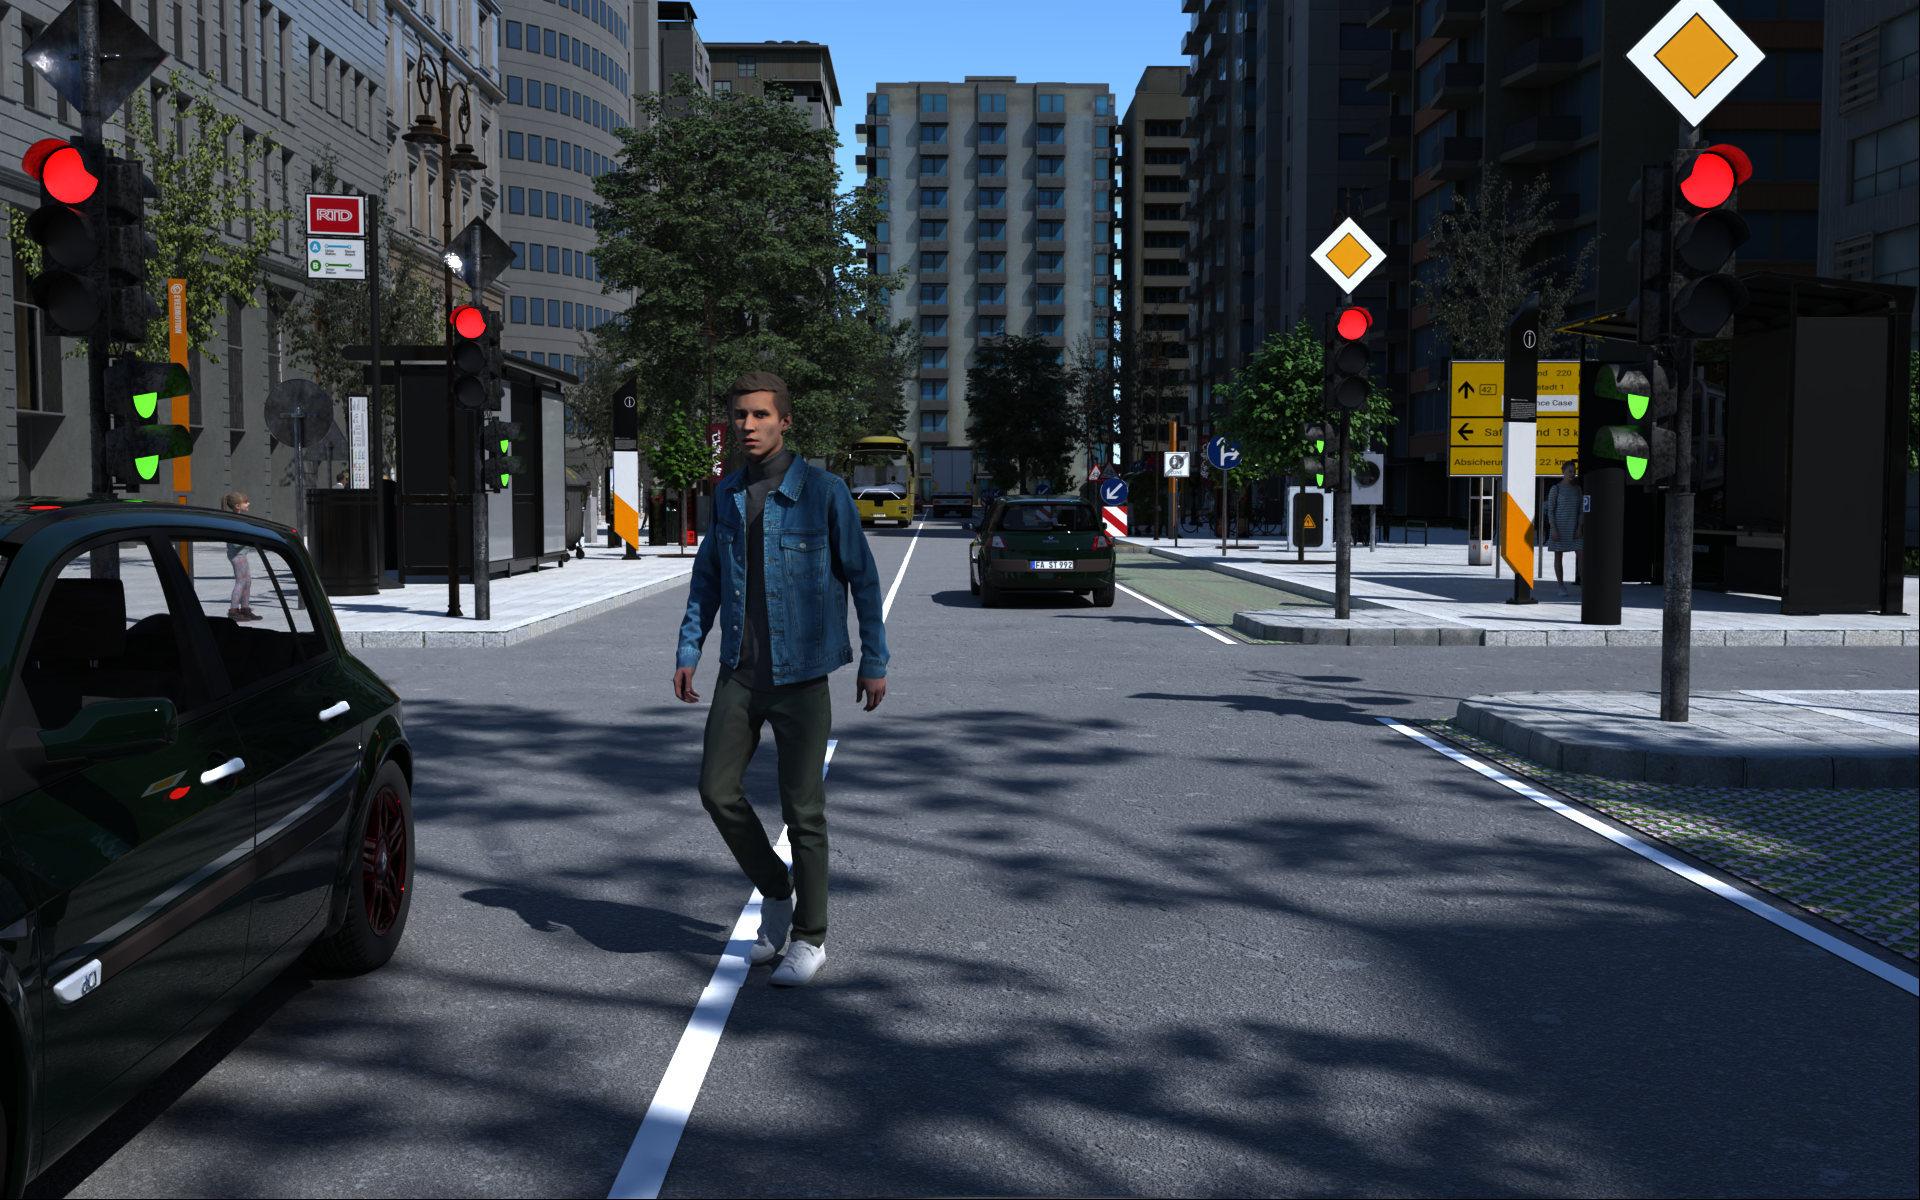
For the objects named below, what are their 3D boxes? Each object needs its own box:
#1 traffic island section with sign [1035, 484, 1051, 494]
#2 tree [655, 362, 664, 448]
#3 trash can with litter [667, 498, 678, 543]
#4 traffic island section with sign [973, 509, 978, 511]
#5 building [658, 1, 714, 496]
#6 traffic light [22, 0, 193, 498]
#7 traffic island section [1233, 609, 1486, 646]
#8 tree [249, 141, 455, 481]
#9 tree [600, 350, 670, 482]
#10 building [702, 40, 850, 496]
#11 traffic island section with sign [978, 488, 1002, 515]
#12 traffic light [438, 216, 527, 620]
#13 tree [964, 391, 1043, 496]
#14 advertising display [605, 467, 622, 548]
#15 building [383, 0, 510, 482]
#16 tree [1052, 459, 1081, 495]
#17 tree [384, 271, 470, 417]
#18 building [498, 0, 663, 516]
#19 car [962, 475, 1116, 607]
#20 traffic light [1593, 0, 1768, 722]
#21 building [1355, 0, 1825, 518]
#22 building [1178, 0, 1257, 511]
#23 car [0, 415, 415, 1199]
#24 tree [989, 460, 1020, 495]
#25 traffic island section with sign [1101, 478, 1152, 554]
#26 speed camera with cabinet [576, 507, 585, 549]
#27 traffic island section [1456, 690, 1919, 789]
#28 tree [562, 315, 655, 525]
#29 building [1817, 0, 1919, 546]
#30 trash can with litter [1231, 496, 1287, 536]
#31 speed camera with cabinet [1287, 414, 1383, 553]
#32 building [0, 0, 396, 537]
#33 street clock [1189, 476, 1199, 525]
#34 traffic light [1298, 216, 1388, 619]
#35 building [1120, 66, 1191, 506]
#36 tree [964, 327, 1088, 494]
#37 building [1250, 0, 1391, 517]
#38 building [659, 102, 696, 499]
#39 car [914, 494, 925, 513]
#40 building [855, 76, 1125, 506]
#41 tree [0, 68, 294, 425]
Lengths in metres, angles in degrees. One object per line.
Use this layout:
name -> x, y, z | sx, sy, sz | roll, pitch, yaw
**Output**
traffic island section with sign -> 3.192, -3.738, 69.742 | 1.989, 1.847, 2.006 | 0, 4, -1
tree -> -15.661, -7.839, 78.526 | 4.360, 8.622, 3.978 | 0, 3, 0
trash can with litter -> -7.730, -2.100, 45.722 | 0.624, 1.170, 1.055 | -2, 4, -24
traffic island section with sign -> 2.023, -8.566, 148.685 | 1.989, 1.847, 2.006 | 0, 4, -1
building -> -28.464, -28.353, 147.163 | 14.086, 41.232, 14.154 | 0, 4, -1
traffic light -> -4.732, -1.262, 9.552 | 0.839, 4.253, 0.868 | 0, 4, -1
traffic island section -> 3.950, 0.274, 17.795 | 2.009, 0.180, 2.903 | 0, 4, -1
tree -> -12.713, -5.266, 36.460 | 4.360, 8.622, 3.978 | 0, 3, 0
tree -> -15.984, -8.164, 83.838 | 4.737, 8.622, 4.395 | 0, 3, 0
building -> -26.077, -37.557, 203.288 | 27.495, 52.752, 28.713 | 0, 4, -1
traffic island section with sign -> 2.440, -6.850, 120.629 | 1.989, 1.847, 2.006 | 0, 4, -1
traffic light -> -4.850, -1.750, 17.536 | 0.839, 4.253, 0.868 | 0, 4, -1
tree -> 4.238, -14.875, 168.956 | 9.928, 11.665, 9.643 | 0, 3, 0
advertising display -> -8.226, -2.202, 41.219 | 0.123, 1.923, 0.974 | 0, 4, 7
building -> -27.261, -17.401, 70.416 | 13.634, 28.700, 20.117 | 0, 4, -1
tree -> 5.524, -6.129, 94.807 | 1.663, 3.219, 1.824 | 0, 3, 0
tree -> -17.062, -6.504, 56.703 | 4.737, 8.622, 4.395 | 0, 3, 0
building -> -31.121, -34.473, 105.634 | 21.231, 58.520, 28.212 | 0, 4, -1
car -> 1.051, -0.830, 23.359 | 2.009, 1.686, 4.222 | 0, 4, -2
traffic light -> 4.028, -1.271, 9.697 | 0.839, 4.253, 0.868 | 0, 4, -1
building -> 30.794, -25.912, 78.280 | 22.147, 44.769, 28.867 | 0, 4, -1
building -> 29.910, -31.800, 139.534 | 23.786, 49.044, 30.456 | 0, 4, -1
car -> -2.527, 0.364, 3.838 | 2.009, 1.686, 4.222 | 0, 4, -2
tree -> 4.379, -10.867, 161.396 | 4.285, 4.588, 4.351 | 0, 3, 0
traffic island section with sign -> 3.593, -2.065, 42.391 | 1.989, 1.847, 2.006 | 0, 4, -1
speed camera with cabinet -> -9.672, -2.875, 41.337 | 0.660, 3.252, 2.038 | -3, 4, -38
traffic island section -> 4.068, 0.763, 9.811 | 2.009, 0.180, 2.903 | 0, 4, -1
tree -> -14.992, -7.413, 71.564 | 4.360, 8.622, 3.978 | 0, 3, 0
building -> 29.095, -21.626, 37.186 | 14.086, 41.232, 14.154 | 0, 4, -1
trash can with litter -> 9.233, -2.580, 53.242 | 2.233, 1.210, 1.678 | 0, 4, 1
speed camera with cabinet -> 8.247, -2.677, 38.102 | 2.038, 3.252, 0.660 | 1, 4, 11
building -> -25.125, -16.392, 45.499 | 11.434, 29.767, 29.804 | 0, 4, -1
street clock -> 9.611, -4.073, 71.165 | 0.358, 2.002, 0.471 | -2, 4, -26
traffic light -> 3.910, -1.759, 17.681 | 0.839, 4.253, 0.868 | 0, 4, -1
building -> 29.566, -35.265, 200.290 | 21.600, 48.544, 21.300 | 0, 4, -1
tree -> 4.941, -13.792, 132.148 | 9.857, 13.997, 8.962 | 0, 3, 0
building -> 29.503, -34.710, 109.511 | 21.231, 58.520, 28.212 | 0, 4, -1
building -> -27.594, -21.787, 127.912 | 14.160, 30.474, 14.107 | 0, 4, -1
car -> -3.779, -7.626, 133.722 | 2.155, 1.783, 4.494 | 0, 4, -1
building -> 3.361, -35.578, 201.302 | 30.456, 49.044, 23.786 | 0, 4, -1
tree -> -13.575, -4.841, 29.511 | 4.737, 8.622, 4.395 | 0, 3, 0
